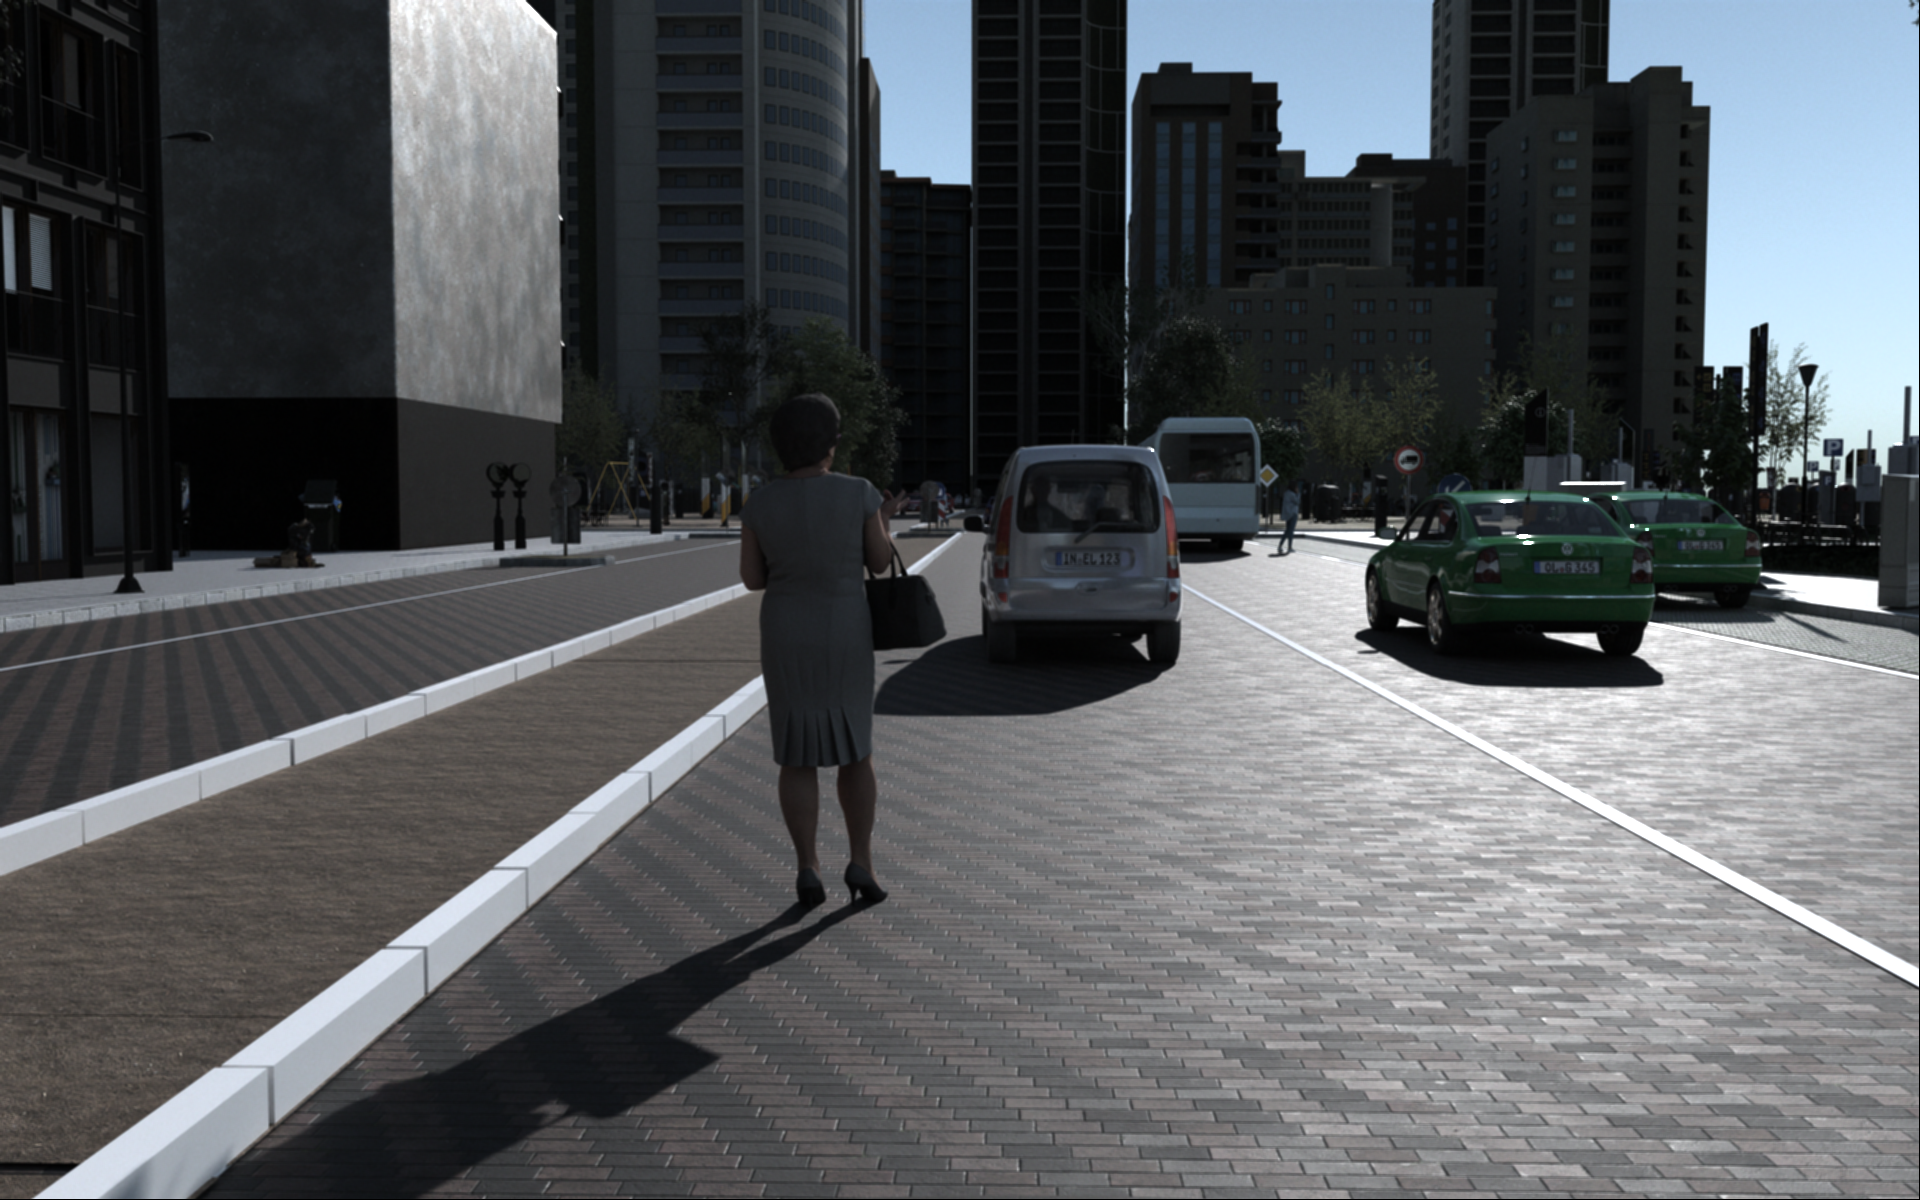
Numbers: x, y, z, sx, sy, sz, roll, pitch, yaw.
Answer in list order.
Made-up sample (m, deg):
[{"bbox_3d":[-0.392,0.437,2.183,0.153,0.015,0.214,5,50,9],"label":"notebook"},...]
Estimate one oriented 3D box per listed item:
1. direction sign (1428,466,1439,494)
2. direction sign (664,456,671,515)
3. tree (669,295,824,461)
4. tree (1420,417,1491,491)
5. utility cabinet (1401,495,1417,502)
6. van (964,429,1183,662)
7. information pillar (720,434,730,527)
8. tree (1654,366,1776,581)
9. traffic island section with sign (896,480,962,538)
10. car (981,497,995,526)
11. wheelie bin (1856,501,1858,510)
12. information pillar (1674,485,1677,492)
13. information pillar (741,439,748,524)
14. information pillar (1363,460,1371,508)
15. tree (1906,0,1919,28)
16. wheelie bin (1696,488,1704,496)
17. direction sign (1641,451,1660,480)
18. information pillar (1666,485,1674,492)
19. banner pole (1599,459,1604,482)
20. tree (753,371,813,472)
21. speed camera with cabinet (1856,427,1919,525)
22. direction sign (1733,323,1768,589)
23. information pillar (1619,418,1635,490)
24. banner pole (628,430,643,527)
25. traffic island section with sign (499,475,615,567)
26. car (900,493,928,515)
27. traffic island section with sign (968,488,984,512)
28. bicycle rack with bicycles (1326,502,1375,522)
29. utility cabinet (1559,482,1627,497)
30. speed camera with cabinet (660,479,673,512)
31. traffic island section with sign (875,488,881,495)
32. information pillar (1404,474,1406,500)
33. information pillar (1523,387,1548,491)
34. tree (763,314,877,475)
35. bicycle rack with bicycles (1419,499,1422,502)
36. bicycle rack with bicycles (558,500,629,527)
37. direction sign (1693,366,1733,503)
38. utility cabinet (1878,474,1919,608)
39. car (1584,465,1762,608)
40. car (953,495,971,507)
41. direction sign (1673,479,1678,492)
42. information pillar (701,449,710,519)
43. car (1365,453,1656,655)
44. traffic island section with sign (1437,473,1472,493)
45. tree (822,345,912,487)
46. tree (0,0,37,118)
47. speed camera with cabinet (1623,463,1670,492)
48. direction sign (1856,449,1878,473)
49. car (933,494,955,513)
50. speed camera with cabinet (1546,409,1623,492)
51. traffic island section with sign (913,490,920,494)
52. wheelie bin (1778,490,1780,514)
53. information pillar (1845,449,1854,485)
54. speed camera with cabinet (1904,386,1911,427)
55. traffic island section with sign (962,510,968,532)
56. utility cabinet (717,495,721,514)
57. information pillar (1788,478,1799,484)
[{"bbox_3d":[37.735,-8.929,137.994,0.876,3.537,0.379,2,4,27],"label":"direction sign"},{"bbox_3d":[-17.574,-6.861,104.175,0.379,3.537,0.876,-2,4,-32],"label":"direction sign"},{"bbox_3d":[-9.796,-8.939,80.573,8.767,10.594,7.601,2,4,34],"label":"tree"},{"bbox_3d":[12.669,-3.003,43.704,1.663,3.219,1.824,0,3,0],"label":"tree"},{"bbox_3d":[30.884,-6.606,119.165,1.020,1.237,0.306,0,4,3],"label":"utility cabinet"},{"bbox_3d":[1.043,-0.559,16.153,2.013,2.044,4.112,0,4,0],"label":"van"},{"bbox_3d":[-9.170,-4.668,67.680,0.183,3.616,0.504,2,4,31],"label":"information pillar"},{"bbox_3d":[11.474,-1.906,25.769,1.663,3.219,1.824,0,3,0],"label":"tree"},{"bbox_3d":[-1.057,-3.028,57.651,2.006,1.907,1.989,0,4,2],"label":"traffic island section with sign"},{"bbox_3d":[1.880,-3.872,75.893,1.945,1.354,3.894,0,4,1],"label":"car"},{"bbox_3d":[56.680,-6.248,110.056,0.980,1.594,0.693,0,4,-6],"label":"wheelie bin"},{"bbox_3d":[57.255,-8.221,138.897,0.304,2.012,0.304,-2,4,-25],"label":"information pillar"},{"bbox_3d":[-9.151,-5.030,73.598,0.183,3.616,0.504,-2,4,-26],"label":"information pillar"},{"bbox_3d":[27.191,-7.606,115.708,0.504,3.616,0.183,2,4,23],"label":"information pillar"},{"bbox_3d":[11.924,-6.354,14.265,12.009,13.543,11.850,0,3,0],"label":"tree"},{"bbox_3d":[39.486,-5.202,92.961,0.693,1.594,0.980,-2,4,-28],"label":"wheelie bin"},{"bbox_3d":[36.317,-6.063,91.127,0.876,3.537,0.379,1,4,20],"label":"direction sign"},{"bbox_3d":[54.805,-7.916,133.925,0.304,2.012,0.304,3,5,43],"label":"information pillar"},{"bbox_3d":[43.583,-7.810,117.716,0.401,3.779,0.863,3,5,41],"label":"banner pole"},{"bbox_3d":[-9.661,-9.066,98.599,4.360,8.622,3.978,0,3,0],"label":"tree"},{"bbox_3d":[28.766,-3.610,53.357,2.038,3.252,0.660,2,4,29],"label":"speed camera with cabinet"},{"bbox_3d":[10.748,-1.921,23.398,0.379,3.537,0.876,1,4,12],"label":"direction sign"},{"bbox_3d":[20.469,-3.787,53.280,0.183,3.616,0.504,-3,5,-41],"label":"information pillar"},{"bbox_3d":[-12.696,-4.737,67.463,0.401,3.779,0.863,-3,5,-43],"label":"banner pole"},{"bbox_3d":[-8.100,-1.624,35.173,1.989,1.847,2.006,0,4,2],"label":"traffic island section with sign"},{"bbox_3d":[-3.238,-6.841,120.887,2.155,1.783,4.494,0,4,1],"label":"car"},{"bbox_3d":[1.390,-8.075,140.161,2.006,1.907,1.989,0,4,2],"label":"traffic island section with sign"},{"bbox_3d":[18.545,-4.143,81.125,2.925,0.926,2.852,0,4,-8],"label":"bicycle rack with bicycles"},{"bbox_3d":[11.965,-1.476,32.814,1.173,1.500,0.318,3,4,39],"label":"utility cabinet"},{"bbox_3d":[-18.529,-6.792,105.392,2.038,3.252,0.660,1,4,10],"label":"speed camera with cabinet"},{"bbox_3d":[-5.657,-6.669,117.661,1.989,1.847,2.006,0,4,2],"label":"traffic island section with sign"},{"bbox_3d":[27.486,-7.045,106.537,0.183,3.616,0.504,-1,4,-19],"label":"information pillar"},{"bbox_3d":[12.625,-2.851,37.972,0.504,3.616,0.183,1,4,23],"label":"information pillar"},{"bbox_3d":[-8.671,-11.711,109.598,7.486,12.596,7.792,0,3,0],"label":"tree"},{"bbox_3d":[34.800,-7.243,131.803,2.852,0.926,2.925,1,4,19],"label":"bicycle rack with bicycles"},{"bbox_3d":[-14.940,-3.349,68.136,2.852,0.926,2.925,2,4,27],"label":"bicycle rack with bicycles"},{"bbox_3d":[13.436,-2.372,30.779,0.876,3.537,0.379,0,4,-4],"label":"direction sign"},{"bbox_3d":[10.824,-0.672,19.673,1.173,1.500,0.318,-3,5,-44],"label":"utility cabinet"},{"bbox_3d":[8.951,-0.872,23.050,1.959,1.807,4.718,0,4,1],"label":"car"},{"bbox_3d":[0.196,-10.958,191.525,2.083,1.381,4.827,0,4,1],"label":"car"},{"bbox_3d":[44.497,-7.056,107.359,0.876,3.537,0.379,-2,4,-30],"label":"direction sign"},{"bbox_3d":[-13.146,-5.998,89.421,0.504,3.616,0.183,2,4,35],"label":"information pillar"},{"bbox_3d":[5.166,-0.489,16.794,1.959,1.807,4.718,0,4,2],"label":"car"},{"bbox_3d":[9.449,-1.561,34.158,1.989,1.847,2.006,0,4,2],"label":"traffic island section with sign"},{"bbox_3d":[-8.309,-13.248,133.619,9.611,12.733,9.660,0,3,0],"label":"tree"},{"bbox_3d":[-11.138,-4.001,15.775,4.360,8.622,3.978,0,3,0],"label":"tree"},{"bbox_3d":[20.137,-3.505,51.641,2.038,3.252,0.660,-1,4,-16],"label":"speed camera with cabinet"},{"bbox_3d":[45.692,-5.836,87.417,0.876,3.537,0.379,1,4,12],"label":"direction sign"},{"bbox_3d":[-1.414,-7.526,132.090,2.155,1.783,4.494,0,4,2],"label":"car"},{"bbox_3d":[14.616,-2.840,40.770,2.038,3.252,0.660,-2,4,-35],"label":"speed camera with cabinet"},{"bbox_3d":[-4.177,-9.705,167.302,1.989,1.847,2.006,0,4,2],"label":"traffic island section with sign"},{"bbox_3d":[58.329,-7.077,123.615,0.980,1.594,0.693,-2,4,-24],"label":"wheelie bin"},{"bbox_3d":[46.362,-6.052,90.299,0.183,3.616,0.504,-1,4,-13],"label":"information pillar"},{"bbox_3d":[17.770,-2.259,31.277,0.660,3.252,2.038,-1,4,-16],"label":"speed camera with cabinet"},{"bbox_3d":[-0.828,-3.481,65.055,2.006,1.907,1.989,0,4,2],"label":"traffic island section with sign"},{"bbox_3d":[-14.773,-5.988,109.073,1.020,1.237,0.306,1,4,15],"label":"utility cabinet"},{"bbox_3d":[36.992,-4.430,76.919,0.304,2.012,0.304,-1,4,-22],"label":"information pillar"}]
